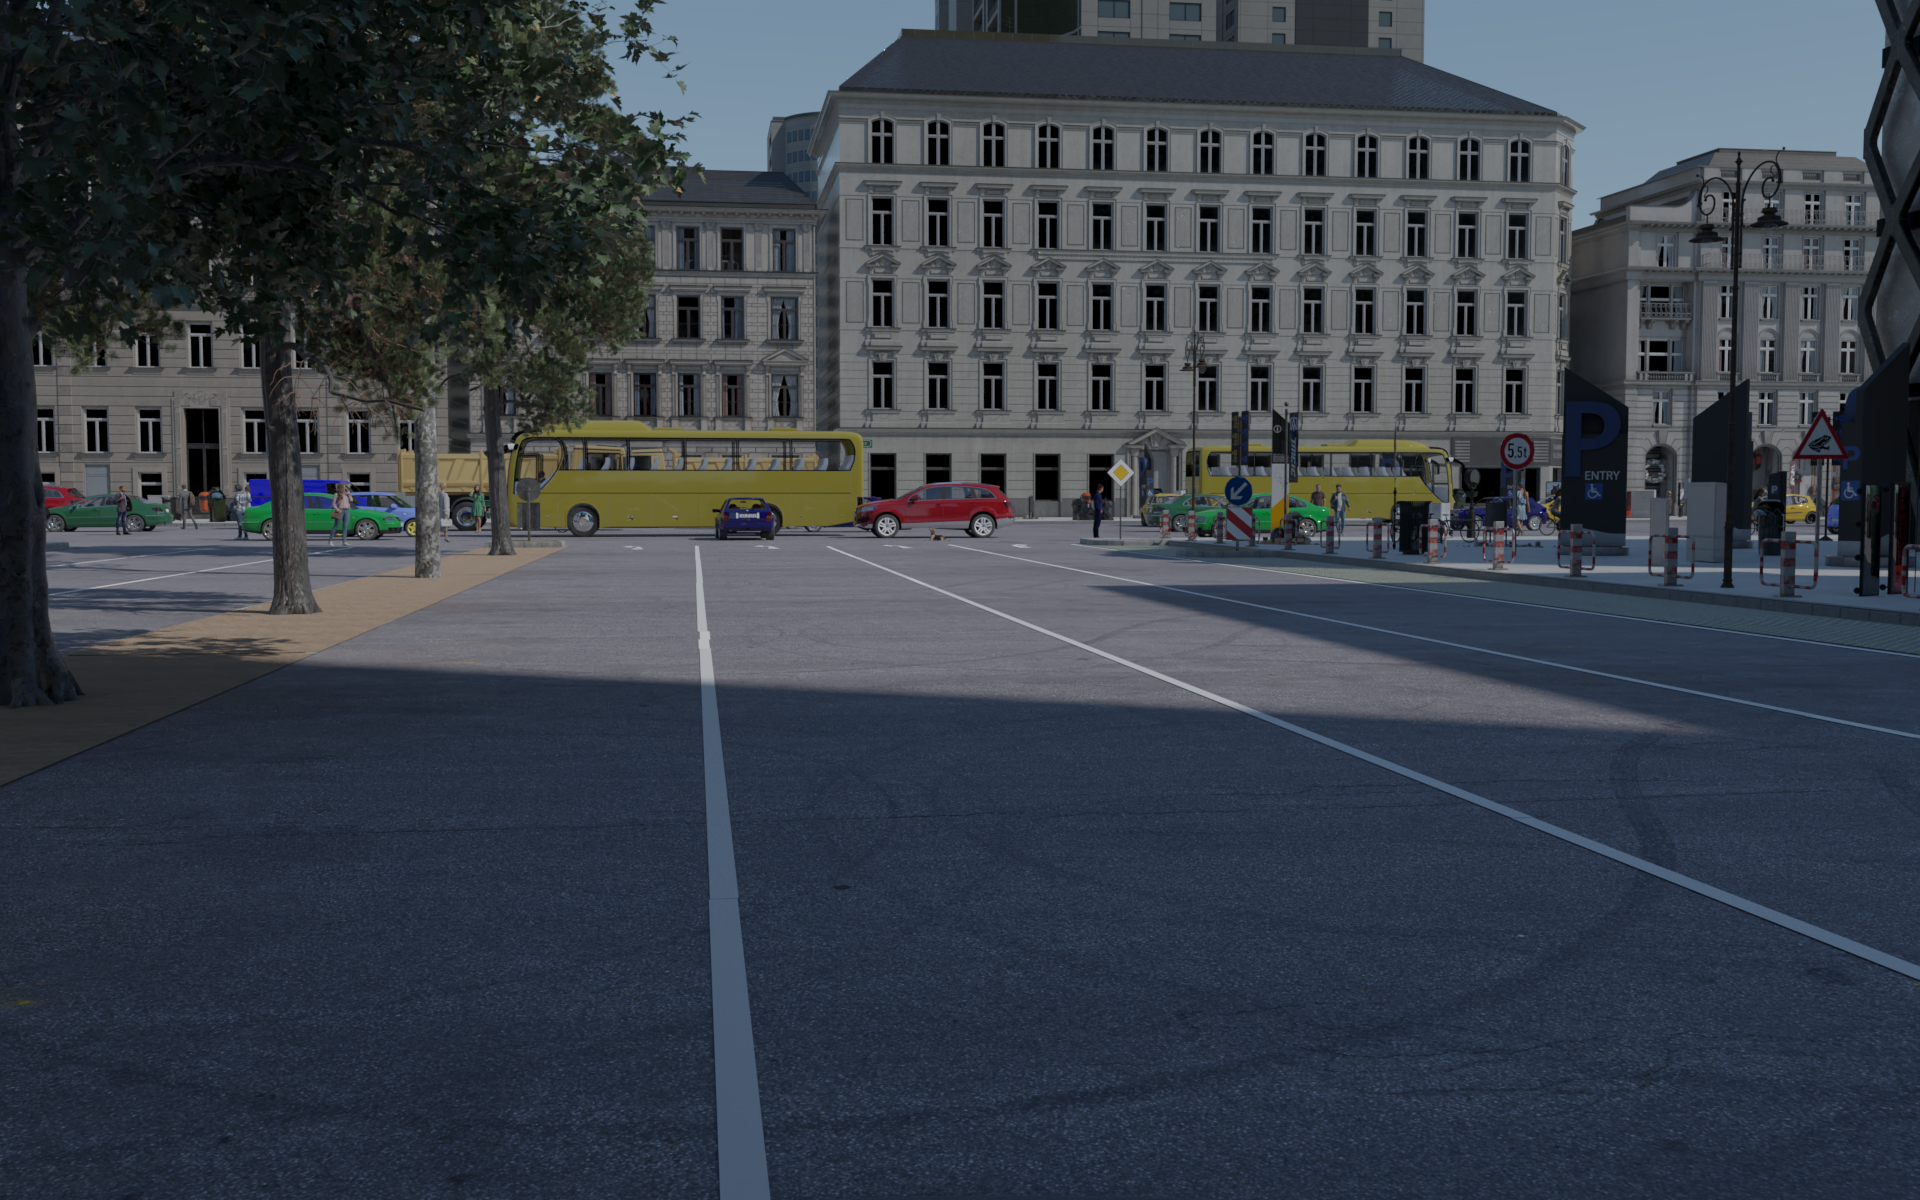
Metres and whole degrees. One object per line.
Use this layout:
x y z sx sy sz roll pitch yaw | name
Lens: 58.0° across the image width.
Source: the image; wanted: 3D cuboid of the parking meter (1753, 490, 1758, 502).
44.698 -5.433 97.237 0.372 1.533 0.369 0 3 0 | parking meter

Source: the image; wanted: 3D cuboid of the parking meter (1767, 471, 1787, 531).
20.714 -2.337 43.925 0.255 1.863 0.399 -2 4 -27 | parking meter

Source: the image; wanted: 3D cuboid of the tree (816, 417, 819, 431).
-7.852 -14.041 146.575 9.611 12.733 9.660 0 3 0 | tree

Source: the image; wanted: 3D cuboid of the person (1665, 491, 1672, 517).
26.646 -3.341 65.394 0.482 1.546 0.388 -3 4 -38 | person

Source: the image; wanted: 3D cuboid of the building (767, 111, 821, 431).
-14.540 -44.077 262.655 28.212 58.520 21.231 -1 4 -9 | building

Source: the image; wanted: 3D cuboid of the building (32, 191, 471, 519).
-39.379 -18.085 92.960 25.104 27.353 12.463 -1 4 -9 | building

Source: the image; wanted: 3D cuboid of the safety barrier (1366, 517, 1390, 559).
8.307 -1.234 34.450 0.300 0.817 1.120 -1 4 -9 | safety barrier

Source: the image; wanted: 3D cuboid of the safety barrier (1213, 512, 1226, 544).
6.716 -1.865 44.768 0.300 0.817 1.120 -1 4 -9 | safety barrier

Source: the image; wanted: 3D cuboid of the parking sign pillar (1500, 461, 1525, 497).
30.586 -6.569 95.874 1.447 3.967 1.447 -3 5 -41 | parking sign pillar

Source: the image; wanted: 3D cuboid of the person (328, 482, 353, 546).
-17.193 -2.377 47.947 0.643 1.750 0.593 2 4 34 | person

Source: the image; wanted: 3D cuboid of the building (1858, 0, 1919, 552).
28.454 -10.095 32.511 16.820 18.784 16.811 -1 4 -9 | building

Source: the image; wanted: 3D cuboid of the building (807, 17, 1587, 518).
13.568 -19.987 103.199 44.131 29.872 17.030 -1 4 -9 | building

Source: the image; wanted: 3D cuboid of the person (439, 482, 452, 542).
-15.281 -2.583 51.083 0.624 1.780 0.694 -3 4 -37 | person

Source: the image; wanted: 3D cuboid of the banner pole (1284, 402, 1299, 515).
8.919 -3.472 46.780 0.401 3.779 0.863 -1 4 -20 | banner pole

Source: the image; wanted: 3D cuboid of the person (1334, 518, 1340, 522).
17.986 -4.545 82.688 0.514 1.842 0.818 1 4 10 | person

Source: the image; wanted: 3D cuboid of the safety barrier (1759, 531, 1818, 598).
10.290 -0.443 21.524 0.300 0.817 1.120 -1 4 -9 | safety barrier

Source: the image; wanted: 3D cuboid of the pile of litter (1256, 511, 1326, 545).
8.452 -1.849 44.197 1.719 0.858 1.176 3 4 38 | pile of litter

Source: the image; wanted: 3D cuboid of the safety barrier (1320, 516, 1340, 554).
7.911 -1.392 37.030 0.300 0.817 1.120 -1 4 -9 | safety barrier

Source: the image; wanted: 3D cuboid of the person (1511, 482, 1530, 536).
18.313 -2.927 56.454 0.616 1.811 0.778 0 4 -2 | person

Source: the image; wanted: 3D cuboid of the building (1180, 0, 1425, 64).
37.469 -46.129 192.458 20.611 71.187 20.563 -1 4 -9 | building

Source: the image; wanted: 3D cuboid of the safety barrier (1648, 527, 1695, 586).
9.898 -0.601 24.109 0.300 0.817 1.120 -1 4 -9 | safety barrier

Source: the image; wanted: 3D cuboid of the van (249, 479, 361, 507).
-26.724 -4.132 71.936 5.245 2.365 2.240 0 4 -7 | van

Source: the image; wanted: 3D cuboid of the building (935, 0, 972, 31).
7.882 -39.290 184.395 21.231 58.520 28.212 -1 4 -9 | building

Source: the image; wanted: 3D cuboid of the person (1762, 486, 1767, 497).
39.337 -4.654 84.780 0.473 1.802 0.592 2 4 34 | person

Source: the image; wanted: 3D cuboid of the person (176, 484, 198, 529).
-31.324 -3.773 70.151 0.822 1.834 0.622 2 4 30 | person

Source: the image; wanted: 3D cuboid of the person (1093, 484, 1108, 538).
4.307 -2.688 53.155 0.504 1.737 0.576 -1 4 -10 | person

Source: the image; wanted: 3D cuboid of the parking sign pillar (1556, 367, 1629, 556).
13.343 -2.932 36.415 1.447 3.967 1.447 1 4 23 | parking sign pillar

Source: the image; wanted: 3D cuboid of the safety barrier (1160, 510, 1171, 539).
5.923 -2.181 49.932 0.300 0.817 1.120 -1 4 -9 | safety barrier

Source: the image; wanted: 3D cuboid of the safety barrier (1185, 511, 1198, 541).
6.318 -2.023 47.351 0.300 0.817 1.120 -1 4 -9 | safety barrier

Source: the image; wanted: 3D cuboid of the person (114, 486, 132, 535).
-29.280 -3.139 60.637 0.431 1.722 0.655 1 4 11 | person

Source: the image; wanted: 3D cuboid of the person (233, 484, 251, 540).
-22.652 -2.772 54.540 0.376 1.734 0.841 1 4 11 | person

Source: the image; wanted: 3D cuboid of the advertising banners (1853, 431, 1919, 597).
12.009 -1.586 22.123 2.074 3.025 0.090 -3 4 -37 | advertising banners

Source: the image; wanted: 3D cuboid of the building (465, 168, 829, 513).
-17.254 -14.112 95.354 19.286 19.102 10.561 -1 4 -9 | building

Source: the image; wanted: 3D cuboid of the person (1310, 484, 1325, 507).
13.471 -3.471 65.386 0.598 1.807 0.434 2 4 33 | person

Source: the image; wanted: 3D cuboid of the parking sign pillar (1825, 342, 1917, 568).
16.158 -2.578 30.629 1.447 3.967 1.447 -2 4 -29 | parking sign pillar

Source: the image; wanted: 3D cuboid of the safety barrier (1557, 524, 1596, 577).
9.501 -0.760 26.708 0.300 0.817 1.120 -1 4 -9 | safety barrier

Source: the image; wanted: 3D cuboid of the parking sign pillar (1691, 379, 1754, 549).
18.123 -3.224 41.179 1.447 3.967 1.447 -3 5 -39 | parking sign pillar

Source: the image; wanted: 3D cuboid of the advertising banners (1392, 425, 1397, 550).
10.241 -2.726 40.763 0.090 3.025 2.074 1 4 14 | advertising banners

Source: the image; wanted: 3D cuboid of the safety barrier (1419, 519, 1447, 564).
8.698 -1.076 31.869 0.300 0.817 1.120 -1 4 -9 | safety barrier

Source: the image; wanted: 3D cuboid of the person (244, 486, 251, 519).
-28.821 -3.716 69.827 0.524 1.755 0.480 -2 4 -29 | person

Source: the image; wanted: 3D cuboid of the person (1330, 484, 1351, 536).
13.099 -3.115 59.784 0.623 1.781 0.721 -1 4 -11 | person

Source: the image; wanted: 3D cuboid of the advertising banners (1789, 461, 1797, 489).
43.028 -5.773 90.568 2.074 3.025 0.090 -2 4 -27 | advertising banners

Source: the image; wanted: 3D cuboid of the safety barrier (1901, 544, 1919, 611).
10.692 -0.285 18.937 0.300 0.817 1.120 -1 4 -9 | safety barrier

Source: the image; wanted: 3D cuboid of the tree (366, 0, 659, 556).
-10.905 -7.965 40.112 7.806 13.903 7.818 0 3 0 | tree

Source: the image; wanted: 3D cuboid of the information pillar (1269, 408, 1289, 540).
8.748 -3.427 47.393 0.504 3.616 0.183 0 4 -2 | information pillar

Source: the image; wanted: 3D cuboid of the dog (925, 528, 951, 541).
-0.677 -2.013 53.098 0.748 0.427 0.550 2 4 25 | dog

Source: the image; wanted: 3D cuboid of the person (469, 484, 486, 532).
-18.008 -3.422 64.696 0.600 1.795 0.529 -1 4 -11 | person

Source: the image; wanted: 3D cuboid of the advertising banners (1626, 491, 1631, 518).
35.783 -5.884 92.388 2.074 3.025 0.090 0 4 3 | advertising banners

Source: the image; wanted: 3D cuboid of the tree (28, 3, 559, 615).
-8.057 -5.860 20.316 6.751 12.117 7.091 0 3 0 | tree

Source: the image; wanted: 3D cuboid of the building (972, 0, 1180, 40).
10.652 -44.130 159.781 20.563 71.187 20.611 -1 4 -9 | building

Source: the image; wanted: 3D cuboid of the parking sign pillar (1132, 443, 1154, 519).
9.783 -6.262 90.853 1.447 3.967 1.447 -1 4 -11 | parking sign pillar

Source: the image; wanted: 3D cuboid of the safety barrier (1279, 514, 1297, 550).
7.508 -1.549 39.608 0.300 0.817 1.120 -1 4 -9 | safety barrier

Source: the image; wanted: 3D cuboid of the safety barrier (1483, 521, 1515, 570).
9.104 -0.918 29.288 0.300 0.817 1.120 -1 4 -9 | safety barrier

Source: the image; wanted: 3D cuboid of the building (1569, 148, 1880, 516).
48.724 -16.208 106.798 24.055 21.916 13.314 -1 4 -9 | building

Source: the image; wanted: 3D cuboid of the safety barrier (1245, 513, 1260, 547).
7.114 -1.707 42.188 0.300 0.817 1.120 -1 4 -9 | safety barrier

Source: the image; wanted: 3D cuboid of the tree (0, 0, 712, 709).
-6.556 -5.641 11.700 9.611 12.733 9.660 0 3 0 | tree

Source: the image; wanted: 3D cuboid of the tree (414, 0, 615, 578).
-10.405 -10.473 29.587 12.611 20.169 13.585 0 3 0 | tree
